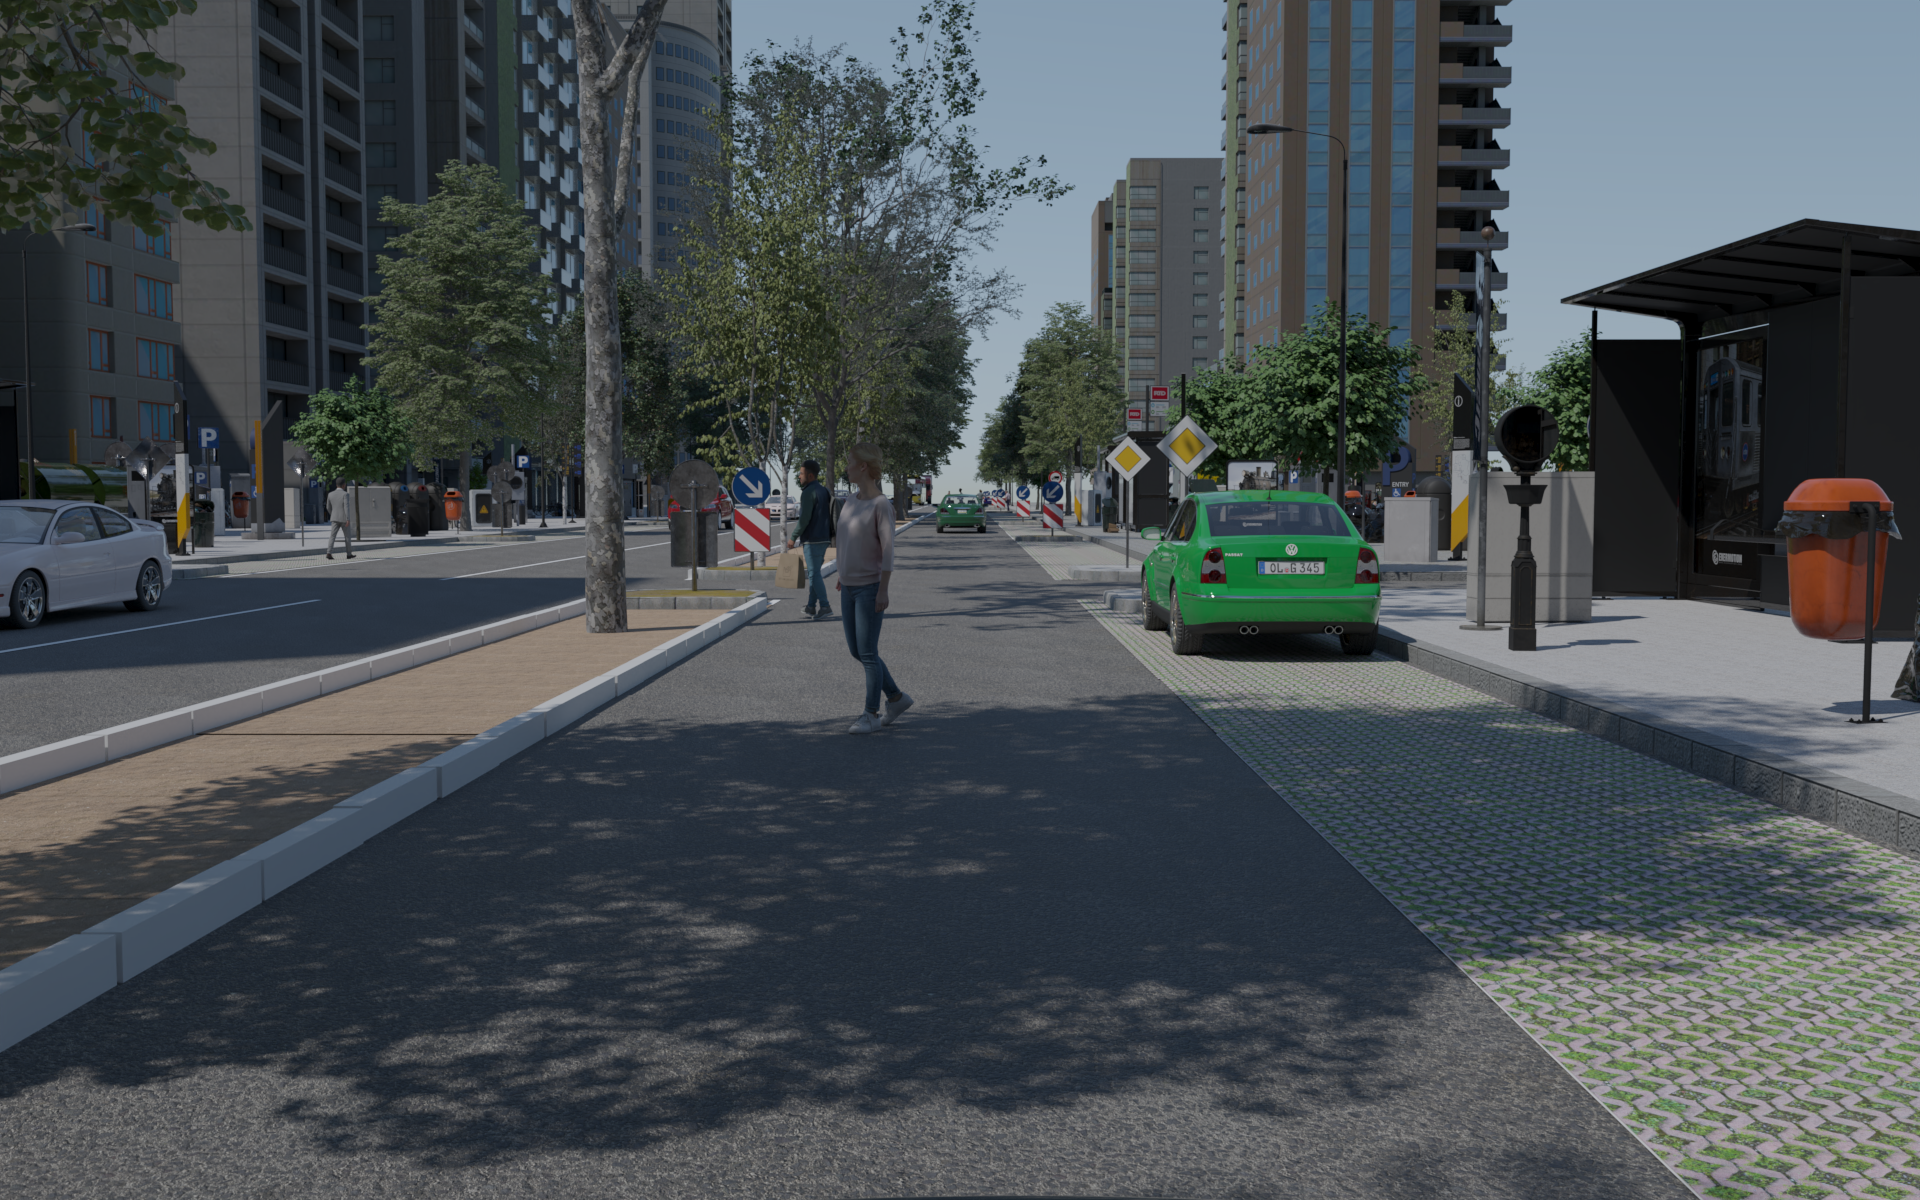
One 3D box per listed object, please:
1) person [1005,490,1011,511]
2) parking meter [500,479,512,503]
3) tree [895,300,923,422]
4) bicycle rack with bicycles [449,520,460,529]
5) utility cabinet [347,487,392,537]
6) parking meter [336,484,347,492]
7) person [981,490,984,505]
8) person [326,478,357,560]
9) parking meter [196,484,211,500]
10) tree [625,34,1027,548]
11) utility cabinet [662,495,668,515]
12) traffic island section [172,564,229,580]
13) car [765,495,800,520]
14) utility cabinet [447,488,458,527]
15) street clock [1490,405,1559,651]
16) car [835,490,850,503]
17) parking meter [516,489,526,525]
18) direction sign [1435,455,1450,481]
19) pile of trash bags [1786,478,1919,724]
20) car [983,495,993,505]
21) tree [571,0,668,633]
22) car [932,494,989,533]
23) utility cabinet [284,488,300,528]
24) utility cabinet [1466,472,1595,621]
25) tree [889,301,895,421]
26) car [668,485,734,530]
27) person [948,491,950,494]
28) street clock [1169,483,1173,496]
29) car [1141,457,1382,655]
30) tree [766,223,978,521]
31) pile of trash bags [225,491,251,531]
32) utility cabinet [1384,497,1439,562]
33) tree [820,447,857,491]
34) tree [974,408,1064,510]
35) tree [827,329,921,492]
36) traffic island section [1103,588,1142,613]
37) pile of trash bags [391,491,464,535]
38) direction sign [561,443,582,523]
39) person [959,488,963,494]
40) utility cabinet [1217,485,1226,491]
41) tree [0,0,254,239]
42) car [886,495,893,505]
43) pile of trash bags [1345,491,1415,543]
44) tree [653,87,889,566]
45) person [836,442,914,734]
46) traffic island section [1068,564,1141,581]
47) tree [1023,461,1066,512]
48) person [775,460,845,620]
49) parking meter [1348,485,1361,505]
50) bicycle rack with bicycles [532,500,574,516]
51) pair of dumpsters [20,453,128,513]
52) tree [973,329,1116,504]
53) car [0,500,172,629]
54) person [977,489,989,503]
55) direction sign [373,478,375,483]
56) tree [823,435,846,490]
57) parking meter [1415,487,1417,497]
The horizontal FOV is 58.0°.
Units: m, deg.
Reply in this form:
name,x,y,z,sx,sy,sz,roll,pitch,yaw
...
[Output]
name,x,y,z,sx,sy,sz,roll,pitch,yaw
person,3.597,-7.498,132.035,0.436,1.711,0.756,3,5,44
parking meter,-17.050,-3.631,65.070,0.399,1.863,0.255,-1,4,-22
tree,-3.103,-6.219,54.505,4.737,8.622,4.395,0,3,0
bicycle rack with bicycles,-19.440,-3.089,63.882,2.852,0.926,2.925,0,4,7
utility cabinet,-17.376,-2.586,50.968,1.173,1.500,0.318,-2,4,-29
parking meter,-25.511,-4.024,71.496,0.399,1.863,0.255,1,4,20
person,2.176,-10.374,178.104,0.705,1.826,1.348,-2,4,-24
person,-13.538,-1.774,37.785,0.678,1.792,0.850,1,4,15
parking meter,-19.594,-2.232,44.907,0.372,1.533,0.369,0,3,0
tree,-3.444,-8.125,45.671,12.009,13.543,11.850,0,3,0
utility cabinet,-17.908,-5.753,105.217,0.306,1.237,1.020,1,4,19
traffic island section,-14.073,-0.476,30.057,2.009,0.180,2.903,0,4,0
car,-9.937,-5.133,96.294,2.083,1.381,4.827,0,4,0
utility cabinet,-19.791,-3.518,66.199,1.173,1.500,0.318,1,4,12
street clock,4.619,-0.587,14.171,0.471,2.002,0.358,0,4,6
car,-10.261,-8.495,147.565,2.281,1.827,5.304,0,4,-1
parking meter,-18.327,-3.905,72.265,0.372,1.533,0.369,0,3,0
direction sign,27.955,-6.625,100.317,0.876,3.537,0.379,2,4,32
pile of trash bags,6.395,-0.031,10.260,3.447,1.369,1.912,-1,4,-14
car,3.436,-10.915,191.034,1.945,1.354,3.894,0,4,1
tree,-2.438,-9.668,16.420,12.611,20.169,13.585,0,3,0
car,0.026,-3.229,64.595,2.131,1.459,4.920,0,4,-1
utility cabinet,-25.051,-3.404,64.327,1.173,1.500,0.318,2,4,25
utility cabinet,5.695,-0.528,17.320,1.173,1.500,0.318,0,4,-4
tree,-3.723,-5.103,36.247,4.737,8.622,4.395,0,3,0
car,-10.422,-3.748,69.950,2.281,1.827,5.304,0,4,1
person,-1.233,-11.885,202.752,0.705,1.831,1.348,3,5,44
street clock,8.614,-4.130,72.096,0.471,2.002,0.358,-1,4,-20
car,2.787,-0.484,16.713,1.959,1.807,4.718,0,4,0
tree,-3.812,-10.480,80.459,9.857,13.997,8.962,0,3,0
pile of trash bags,-28.236,-3.468,66.453,3.447,1.369,1.912,-1,4,-9
utility cabinet,8.582,-1.332,32.940,0.306,1.237,1.020,-3,5,-42
tree,-16.191,-20.543,252.880,9.611,12.733,9.660,0,3,0
tree,6.315,-14.345,168.949,8.767,10.594,7.601,-1,4,-20
tree,-3.601,-7.360,73.161,4.360,8.622,3.978,0,3,0
traffic island section,2.889,0.017,22.006,2.009,0.180,2.903,0,4,0
pile of trash bags,-17.407,-2.775,55.129,3.447,1.369,1.912,1,4,10
direction sign,-17.152,-5.171,76.542,0.876,3.537,0.379,0,4,0
person,0.020,-5.743,102.735,0.374,1.781,0.599,1,4,15
utility cabinet,6.907,-2.142,43.701,1.173,1.500,0.318,3,4,38
tree,-3.573,-5.116,4.226,7.486,12.596,7.792,0,3,0
car,-6.861,-9.389,166.087,1.945,1.354,3.894,0,3,0
pile of trash bags,11.143,-2.270,46.863,1.912,1.369,3.447,-1,4,-10
tree,-3.642,-4.807,31.419,4.737,8.622,4.395,0,3,0
person,-0.528,-0.083,10.534,0.598,1.740,0.731,-3,5,-43
traffic island section,2.918,-0.472,29.991,2.009,0.180,2.903,0,4,0
tree,6.262,-8.800,127.590,4.285,4.588,4.351,0,3,0
person,-1.709,-0.691,19.787,0.713,1.824,0.794,3,5,42
parking meter,11.348,-2.536,49.877,0.372,1.533,0.369,0,3,0
bicycle rack with bicycles,-24.589,-5.489,103.127,2.925,0.926,2.852,0,4,-4
pair of dumpsters,-20.513,-2.280,39.777,1.574,2.255,4.437,0,4,0
tree,6.434,-12.267,117.574,9.611,12.733,9.660,0,3,0
car,-10.808,-0.459,19.864,2.083,1.381,4.827,0,4,0
person,1.633,-8.023,139.765,1.350,1.814,0.705,0,4,-1
direction sign,-26.258,-5.237,77.616,0.379,3.537,0.876,0,4,-3
tree,-15.391,-17.477,220.168,8.767,10.594,7.601,2,4,28
parking meter,12.870,-2.440,48.309,0.372,1.533,0.369,0,3,0
